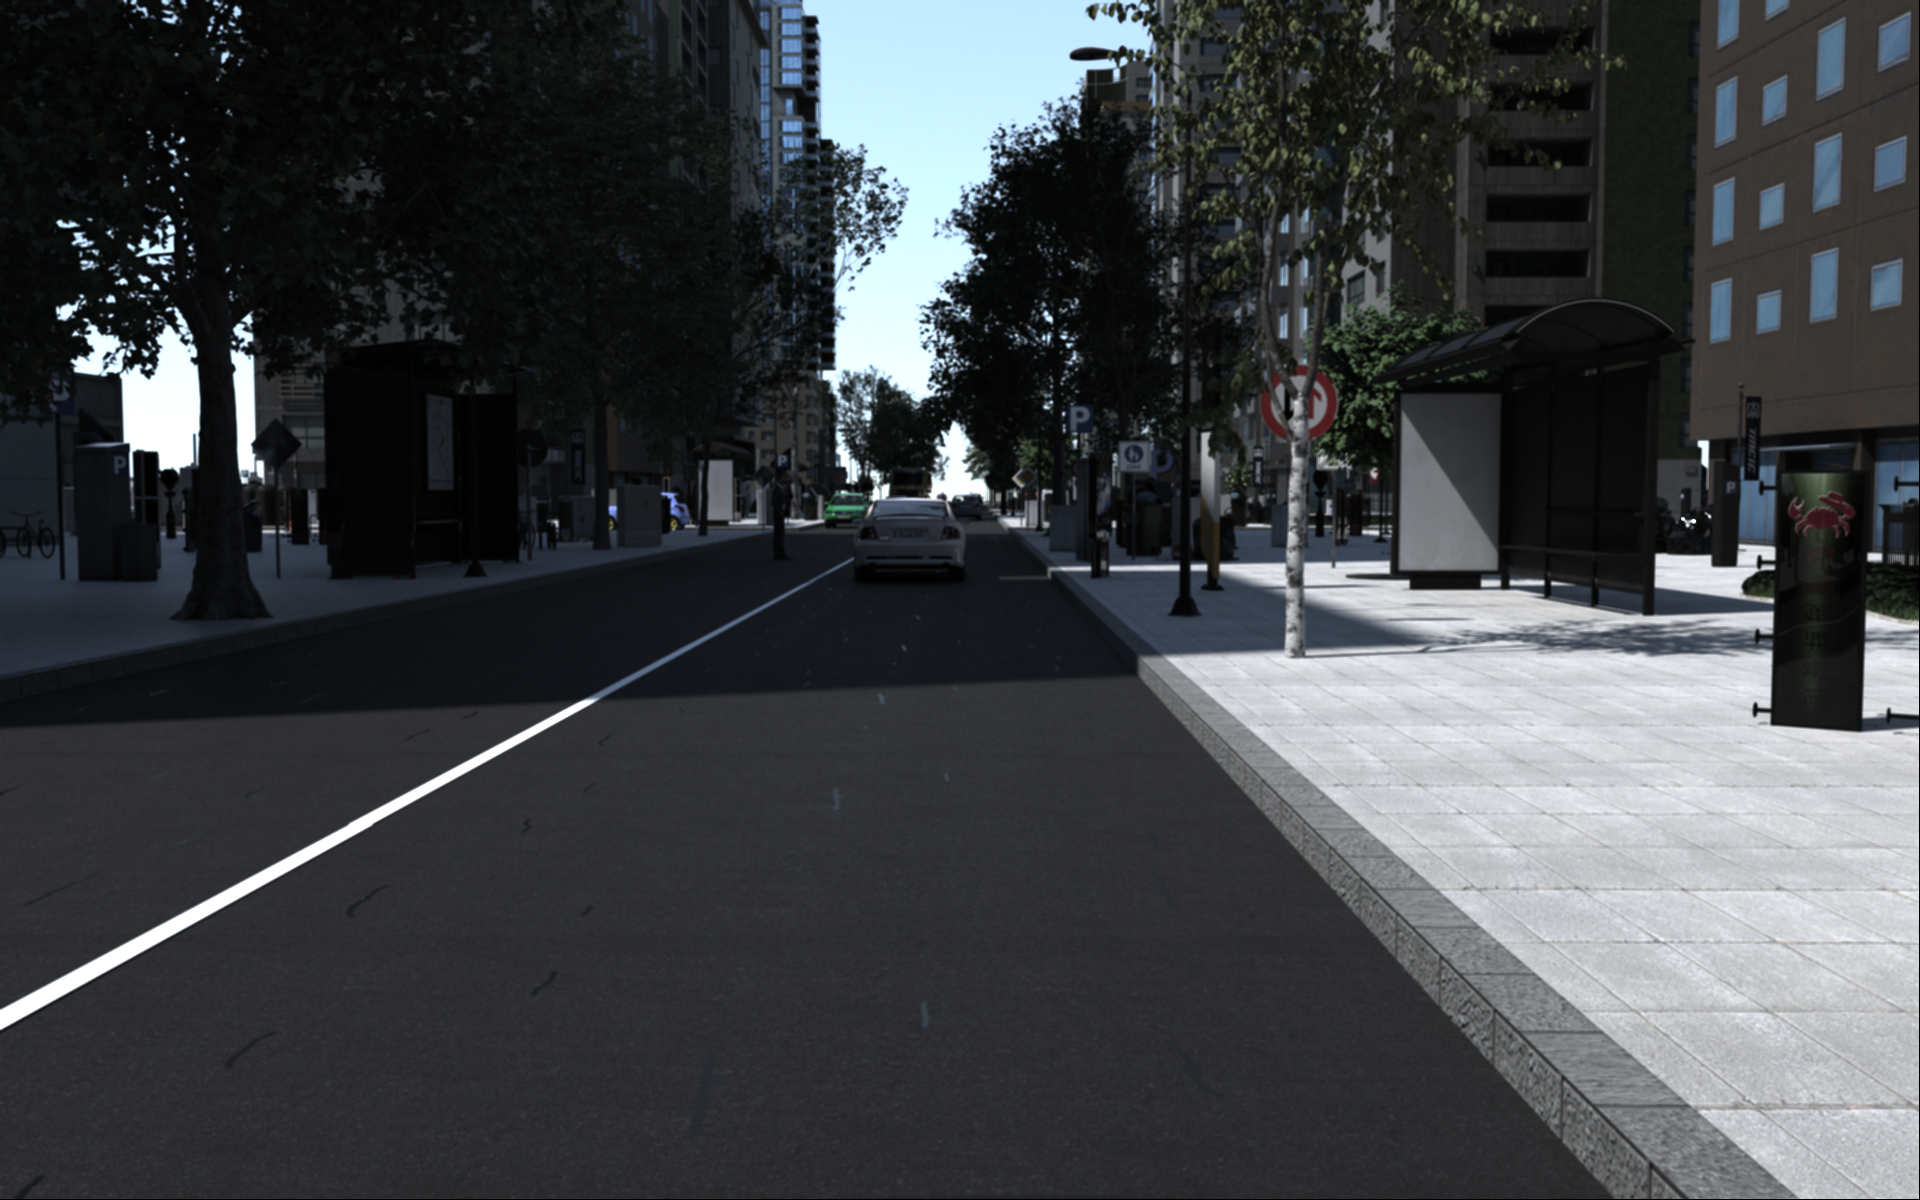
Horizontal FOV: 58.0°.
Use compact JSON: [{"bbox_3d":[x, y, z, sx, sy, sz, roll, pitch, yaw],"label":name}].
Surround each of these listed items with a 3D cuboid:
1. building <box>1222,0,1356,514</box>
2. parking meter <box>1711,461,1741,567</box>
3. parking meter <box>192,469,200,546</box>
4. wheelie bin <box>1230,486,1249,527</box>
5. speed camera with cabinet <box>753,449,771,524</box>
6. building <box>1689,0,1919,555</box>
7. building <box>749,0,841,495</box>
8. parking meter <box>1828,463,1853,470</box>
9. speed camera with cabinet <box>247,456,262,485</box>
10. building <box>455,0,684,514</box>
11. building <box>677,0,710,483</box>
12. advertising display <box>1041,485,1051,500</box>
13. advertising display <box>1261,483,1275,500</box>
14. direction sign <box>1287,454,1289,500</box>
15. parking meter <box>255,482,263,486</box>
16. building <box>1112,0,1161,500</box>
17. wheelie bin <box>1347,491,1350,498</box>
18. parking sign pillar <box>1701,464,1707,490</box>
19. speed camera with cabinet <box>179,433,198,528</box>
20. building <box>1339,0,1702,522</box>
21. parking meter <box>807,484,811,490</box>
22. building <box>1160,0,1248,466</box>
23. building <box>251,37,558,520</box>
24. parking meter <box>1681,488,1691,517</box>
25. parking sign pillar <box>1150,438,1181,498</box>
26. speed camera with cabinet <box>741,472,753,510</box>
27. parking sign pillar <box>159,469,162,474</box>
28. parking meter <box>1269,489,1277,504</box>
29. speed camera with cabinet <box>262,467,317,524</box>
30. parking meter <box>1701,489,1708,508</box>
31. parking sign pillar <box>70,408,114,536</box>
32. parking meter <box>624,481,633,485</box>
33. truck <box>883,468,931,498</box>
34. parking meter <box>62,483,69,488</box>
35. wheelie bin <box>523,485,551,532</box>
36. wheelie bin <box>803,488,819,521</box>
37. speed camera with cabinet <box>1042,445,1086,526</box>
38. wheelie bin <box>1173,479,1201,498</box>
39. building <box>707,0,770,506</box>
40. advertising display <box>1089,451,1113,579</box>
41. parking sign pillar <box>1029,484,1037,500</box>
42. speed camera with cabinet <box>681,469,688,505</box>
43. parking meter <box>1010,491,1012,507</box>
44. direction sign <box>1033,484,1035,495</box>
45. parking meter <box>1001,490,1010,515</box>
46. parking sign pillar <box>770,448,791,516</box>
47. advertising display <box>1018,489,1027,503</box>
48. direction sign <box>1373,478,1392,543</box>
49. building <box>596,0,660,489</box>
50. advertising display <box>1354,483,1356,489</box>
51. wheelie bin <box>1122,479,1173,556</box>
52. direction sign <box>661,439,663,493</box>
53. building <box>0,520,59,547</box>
[{"bbox_3d":[31.875,-30.777,122.815,23.786,49.044,30.456,0,4,0],"label":"building"},{"bbox_3d":[13.490,-1.516,30.493,0.399,1.863,0.255,-1,4,-12],"label":"parking meter"},{"bbox_3d":[-17.798,-2.141,40.716,0.255,1.863,0.399,3,4,38],"label":"parking meter"},{"bbox_3d":[10.876,-3.645,67.496,0.693,1.594,0.980,1,4,18],"label":"wheelie bin"},{"bbox_3d":[-8.523,-4.940,75.097,0.660,3.252,2.038,0,4,-8],"label":"speed camera with cabinet"},{"bbox_3d":[26.321,-23.717,37.885,14.600,45.320,14.200,0,4,0],"label":"building"},{"bbox_3d":[-30.508,-59.447,284.636,22.319,86.520,31.000,0,4,0],"label":"building"},{"bbox_3d":[16.536,-1.642,32.557,0.255,1.863,0.399,-2,4,-30],"label":"parking meter"},{"bbox_3d":[-37.250,-5.835,89.742,2.038,3.252,0.660,-1,4,-12],"label":"speed camera with cabinet"},{"bbox_3d":[-29.584,-27.497,133.177,14.154,41.232,14.086,0,4,0],"label":"building"},{"bbox_3d":[-30.919,-43.716,153.001,20.563,71.187,20.611,0,4,0],"label":"building"},{"bbox_3d":[4.513,-5.298,91.834,0.123,1.923,0.974,-2,4,-31],"label":"advertising display"},{"bbox_3d":[17.912,-5.847,100.817,0.974,1.923,0.123,-2,4,-30],"label":"advertising display"},{"bbox_3d":[18.525,-6.477,97.900,0.379,3.537,0.876,1,4,13],"label":"direction sign"},{"bbox_3d":[-34.327,-4.844,84.917,0.255,1.863,0.399,2,4,27],"label":"parking meter"},{"bbox_3d":[29.151,-53.533,187.928,22.319,86.520,31.000,0,4,0],"label":"building"},{"bbox_3d":[24.451,-6.093,107.535,0.693,1.594,0.980,3,5,40],"label":"wheelie bin"},{"bbox_3d":[52.691,-8.272,123.720,1.447,3.967,1.447,-2,4,-25],"label":"parking sign pillar"},{"bbox_3d":[-25.305,-3.833,57.006,0.660,3.252,2.038,-1,4,-19],"label":"speed camera with cabinet"},{"bbox_3d":[27.287,-19.217,85.908,14.107,30.474,14.160,0,4,0],"label":"building"},{"bbox_3d":[-8.681,-5.812,100.745,0.399,1.863,0.255,3,4,38],"label":"parking meter"},{"bbox_3d":[28.876,-37.722,158.755,21.231,58.520,28.212,0,4,0],"label":"building"},{"bbox_3d":[-26.974,-24.793,88.953,14.154,41.232,14.086,0,4,0],"label":"building"},{"bbox_3d":[29.150,-3.739,69.544,0.372,1.533,0.369,0,3,0],"label":"parking meter"},{"bbox_3d":[8.938,-5.315,75.375,1.447,3.967,1.447,3,4,36],"label":"parking sign pillar"},{"bbox_3d":[-16.851,-8.741,137.247,0.660,3.252,2.038,3,4,38],"label":"speed camera with cabinet"},{"bbox_3d":[-61.742,-8.838,132.972,1.447,3.967,1.447,1,4,15],"label":"parking sign pillar"},{"bbox_3d":[16.346,-5.017,90.440,0.372,1.533,0.369,0,3,0],"label":"parking meter"},{"bbox_3d":[-28.887,-4.918,74.751,2.038,3.252,0.660,-1,4,-21],"label":"speed camera with cabinet"},{"bbox_3d":[38.865,-5.022,90.519,0.372,1.533,0.369,0,3,0],"label":"parking meter"},{"bbox_3d":[-26.867,-3.992,53.749,1.447,3.967,1.447,1,4,21],"label":"parking sign pillar"},{"bbox_3d":[-15.045,-4.455,78.555,0.399,1.863,0.255,0,4,3],"label":"parking meter"},{"bbox_3d":[-3.653,-8.117,128.640,3.469,3.379,9.791,0,4,2],"label":"truck"},{"bbox_3d":[-45.657,-5.050,88.285,0.399,1.863,0.255,0,4,2],"label":"parking meter"},{"bbox_3d":[-14.190,-3.060,57.938,0.980,1.594,0.693,-3,5,-39],"label":"wheelie bin"},{"bbox_3d":[-7.252,-4.660,84.102,0.693,1.594,0.980,1,4,8],"label":"wheelie bin"},{"bbox_3d":[4.360,-4.649,70.339,2.038,3.252,0.660,2,4,25],"label":"speed camera with cabinet"},{"bbox_3d":[5.158,-1.802,37.370,0.693,1.594,0.980,-3,5,-42],"label":"wheelie bin"},{"bbox_3d":[-35.082,-36.007,177.951,28.713,52.752,27.495,0,4,0],"label":"building"},{"bbox_3d":[2.161,-1.309,26.615,0.123,1.923,0.974,1,4,19],"label":"advertising display"},{"bbox_3d":[4.993,-7.585,112.482,1.447,3.967,1.447,1,4,10],"label":"parking sign pillar"},{"bbox_3d":[-21.931,-8.890,139.686,0.660,3.252,2.038,1,4,11],"label":"speed camera with cabinet"},{"bbox_3d":[3.951,-7.927,138.009,0.372,1.533,0.369,0,3,0],"label":"parking meter"},{"bbox_3d":[4.532,-6.979,106.105,0.876,3.537,0.379,-2,4,-33],"label":"direction sign"},{"bbox_3d":[2.747,-6.115,108.394,0.372,1.533,0.369,0,3,0],"label":"parking meter"},{"bbox_3d":[-10.362,-6.871,100.807,1.447,3.967,1.447,2,4,23],"label":"parking sign pillar"},{"bbox_3d":[4.961,-8.053,136.878,0.974,1.923,0.123,-3,4,-38],"label":"advertising display"},{"bbox_3d":[11.166,-3.295,45.870,0.876,3.537,0.379,-3,4,-38],"label":"direction sign"},{"bbox_3d":[-27.610,-28.185,110.935,14.600,45.320,14.200,0,4,0],"label":"building"},{"bbox_3d":[23.086,-5.824,100.437,0.974,1.923,0.123,-2,4,-34],"label":"advertising display"},{"bbox_3d":[3.807,-1.724,36.090,0.693,1.594,0.980,-2,4,-31],"label":"wheelie bin"},{"bbox_3d":[-12.072,-4.783,70.195,0.379,3.537,0.876,-1,4,-15],"label":"direction sign"},{"bbox_3d":[-35.391,-27.081,32.006,27.495,52.752,28.713,0,4,0],"label":"building"}]
